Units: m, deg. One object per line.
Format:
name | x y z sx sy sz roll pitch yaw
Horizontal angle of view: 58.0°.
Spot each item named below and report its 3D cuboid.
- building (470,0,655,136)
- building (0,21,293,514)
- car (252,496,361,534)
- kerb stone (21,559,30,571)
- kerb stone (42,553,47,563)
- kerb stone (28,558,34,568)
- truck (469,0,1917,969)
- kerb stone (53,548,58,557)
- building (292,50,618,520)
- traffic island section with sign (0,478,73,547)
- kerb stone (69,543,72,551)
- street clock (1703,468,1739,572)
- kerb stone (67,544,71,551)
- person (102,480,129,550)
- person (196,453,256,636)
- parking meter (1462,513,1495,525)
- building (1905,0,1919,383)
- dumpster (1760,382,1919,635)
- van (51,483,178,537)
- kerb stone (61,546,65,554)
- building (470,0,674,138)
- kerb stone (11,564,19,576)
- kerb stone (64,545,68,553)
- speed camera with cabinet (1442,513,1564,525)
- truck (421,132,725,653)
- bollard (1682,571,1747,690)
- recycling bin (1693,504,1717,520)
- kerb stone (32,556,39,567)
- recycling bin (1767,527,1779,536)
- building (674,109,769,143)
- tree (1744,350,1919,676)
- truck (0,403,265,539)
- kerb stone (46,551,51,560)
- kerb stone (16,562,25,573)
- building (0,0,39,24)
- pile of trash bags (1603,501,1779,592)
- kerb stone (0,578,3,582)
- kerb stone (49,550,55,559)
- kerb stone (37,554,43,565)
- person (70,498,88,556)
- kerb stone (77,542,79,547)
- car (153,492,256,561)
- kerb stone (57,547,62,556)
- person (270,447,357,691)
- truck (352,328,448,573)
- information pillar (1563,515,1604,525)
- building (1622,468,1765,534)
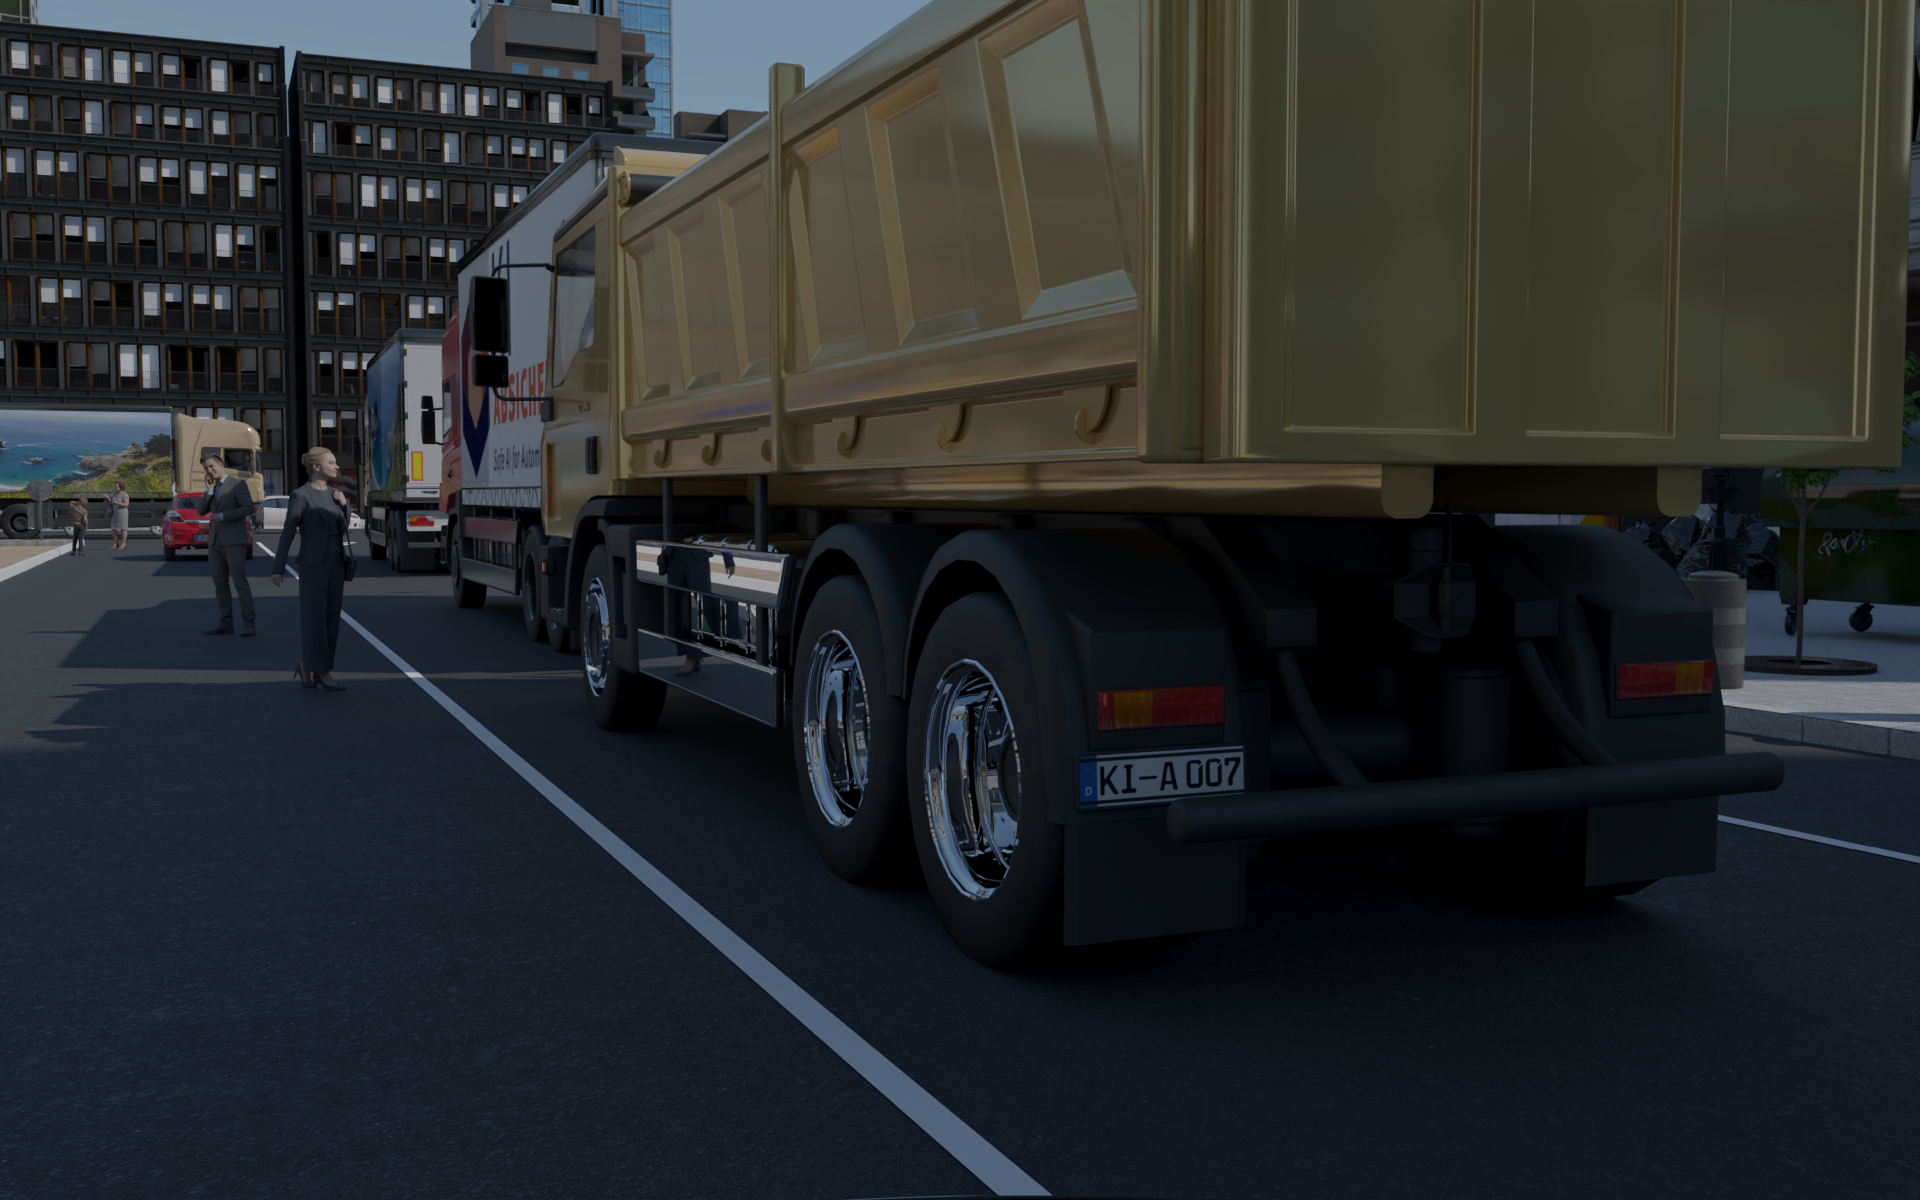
building | -36.554 -31.137 159.204 14.600 45.320 14.200 -2 4 -24
building | -42.132 -15.713 86.584 15.834 23.373 12.332 -2 4 -24
car | -24.465 -3.119 63.362 4.827 1.381 2.083 -1 4 -22
kerb stone | -17.469 -0.613 32.220 0.120 0.150 1.000 -2 4 -24
kerb stone | -19.126 -0.842 35.986 0.120 0.150 1.000 -2 4 -24
kerb stone | -17.884 -0.670 33.157 0.120 0.150 1.000 -2 4 -24
truck | -0.259 -0.800 9.002 3.469 3.379 9.791 -2 4 -23
kerb stone | -20.366 -1.016 38.800 0.120 0.150 1.000 -2 4 -24
building | -27.371 -16.150 93.736 15.834 23.373 12.332 -2 4 -24
traffic island section with sign | -25.578 -2.442 48.056 2.006 1.907 1.989 -2 4 -24
kerb stone | -22.423 -1.304 43.509 0.120 0.150 1.000 -2 4 -24
street clock | 8.076 -0.846 18.404 0.358 2.002 0.471 2 4 35
kerb stone | -22.014 -1.246 42.569 0.120 0.150 1.000 -2 4 -24
person | -21.804 -2.190 44.658 0.716 1.782 0.532 1 4 23
person | -7.463 -0.567 17.579 0.655 1.846 0.447 1 4 22
parking meter | 4.628 -0.596 15.463 0.255 1.863 0.399 1 4 23
building | 18.194 -10.867 28.593 10.553 20.767 40.483 -2 4 -24
dumpster | 8.318 -0.774 15.150 1.502 2.255 1.985 -2 4 -24
van | -29.053 -3.218 59.624 4.112 2.044 2.013 -2 4 -24
kerb stone | -21.187 -1.130 40.684 0.120 0.150 1.000 -2 4 -24
building | -42.123 -53.058 180.168 22.319 86.520 31.000 -2 4 -24
kerb stone | -16.649 -0.493 30.337 0.120 0.150 1.000 -2 4 -24
kerb stone | -21.597 -1.188 41.632 0.120 0.150 1.000 -2 4 -24
speed camera with cabinet | 5.758 -1.458 18.173 0.660 3.252 2.038 -2 4 -27
truck | -3.939 -1.844 19.056 2.839 4.237 11.283 -2 4 -23
bollard | 5.013 0.194 11.540 0.404 0.777 0.398 0 3 0
recycling bin | 18.755 -1.910 43.781 0.722 1.027 0.722 -3 5 -40
kerb stone | -18.301 -0.728 34.100 0.120 0.150 1.000 -2 4 -24
recycling bin | 19.723 -1.770 41.498 0.722 1.027 0.722 -1 4 -16
building | -25.789 -33.525 198.251 14.200 45.320 14.600 -2 4 -24
tree | 6.257 -1.097 12.533 1.663 3.219 1.824 0 3 0
truck | -27.591 -4.058 55.258 11.283 4.237 2.839 -2 4 -25
kerb stone | -19.542 -0.899 36.923 0.120 0.150 1.000 -2 4 -24
kerb stone | -17.057 -0.555 31.277 0.120 0.150 1.000 -2 4 -24
building | -131.145 -48.119 224.995 20.611 71.187 20.563 -2 4 -24
pile of trash bags | 9.416 -0.806 22.923 3.447 1.369 1.912 -2 4 -33
kerb stone | -16.235 -0.439 29.399 0.120 0.150 1.000 -2 4 -24
kerb stone | -19.945 -0.955 37.866 0.120 0.150 1.000 -2 4 -24
kerb stone | -18.711 -0.786 35.049 0.120 0.150 1.000 -2 4 -24
person | -20.474 -1.701 40.225 0.435 1.345 0.340 -1 4 -15
kerb stone | -23.247 -1.419 45.396 0.120 0.150 1.000 -2 4 -24
car | -16.936 -1.826 38.902 2.155 1.783 4.494 -2 4 -25
kerb stone | -20.775 -1.073 39.746 0.120 0.150 1.000 -2 4 -24
person | -4.727 -0.228 12.651 0.534 1.772 0.576 0 4 6
truck | -10.491 -2.816 34.949 2.839 4.237 11.283 -1 4 -22
information pillar | 5.777 -1.509 16.024 0.504 3.616 0.183 -2 4 -33
building | 27.164 -13.364 48.184 15.834 23.373 12.332 -2 4 -24
